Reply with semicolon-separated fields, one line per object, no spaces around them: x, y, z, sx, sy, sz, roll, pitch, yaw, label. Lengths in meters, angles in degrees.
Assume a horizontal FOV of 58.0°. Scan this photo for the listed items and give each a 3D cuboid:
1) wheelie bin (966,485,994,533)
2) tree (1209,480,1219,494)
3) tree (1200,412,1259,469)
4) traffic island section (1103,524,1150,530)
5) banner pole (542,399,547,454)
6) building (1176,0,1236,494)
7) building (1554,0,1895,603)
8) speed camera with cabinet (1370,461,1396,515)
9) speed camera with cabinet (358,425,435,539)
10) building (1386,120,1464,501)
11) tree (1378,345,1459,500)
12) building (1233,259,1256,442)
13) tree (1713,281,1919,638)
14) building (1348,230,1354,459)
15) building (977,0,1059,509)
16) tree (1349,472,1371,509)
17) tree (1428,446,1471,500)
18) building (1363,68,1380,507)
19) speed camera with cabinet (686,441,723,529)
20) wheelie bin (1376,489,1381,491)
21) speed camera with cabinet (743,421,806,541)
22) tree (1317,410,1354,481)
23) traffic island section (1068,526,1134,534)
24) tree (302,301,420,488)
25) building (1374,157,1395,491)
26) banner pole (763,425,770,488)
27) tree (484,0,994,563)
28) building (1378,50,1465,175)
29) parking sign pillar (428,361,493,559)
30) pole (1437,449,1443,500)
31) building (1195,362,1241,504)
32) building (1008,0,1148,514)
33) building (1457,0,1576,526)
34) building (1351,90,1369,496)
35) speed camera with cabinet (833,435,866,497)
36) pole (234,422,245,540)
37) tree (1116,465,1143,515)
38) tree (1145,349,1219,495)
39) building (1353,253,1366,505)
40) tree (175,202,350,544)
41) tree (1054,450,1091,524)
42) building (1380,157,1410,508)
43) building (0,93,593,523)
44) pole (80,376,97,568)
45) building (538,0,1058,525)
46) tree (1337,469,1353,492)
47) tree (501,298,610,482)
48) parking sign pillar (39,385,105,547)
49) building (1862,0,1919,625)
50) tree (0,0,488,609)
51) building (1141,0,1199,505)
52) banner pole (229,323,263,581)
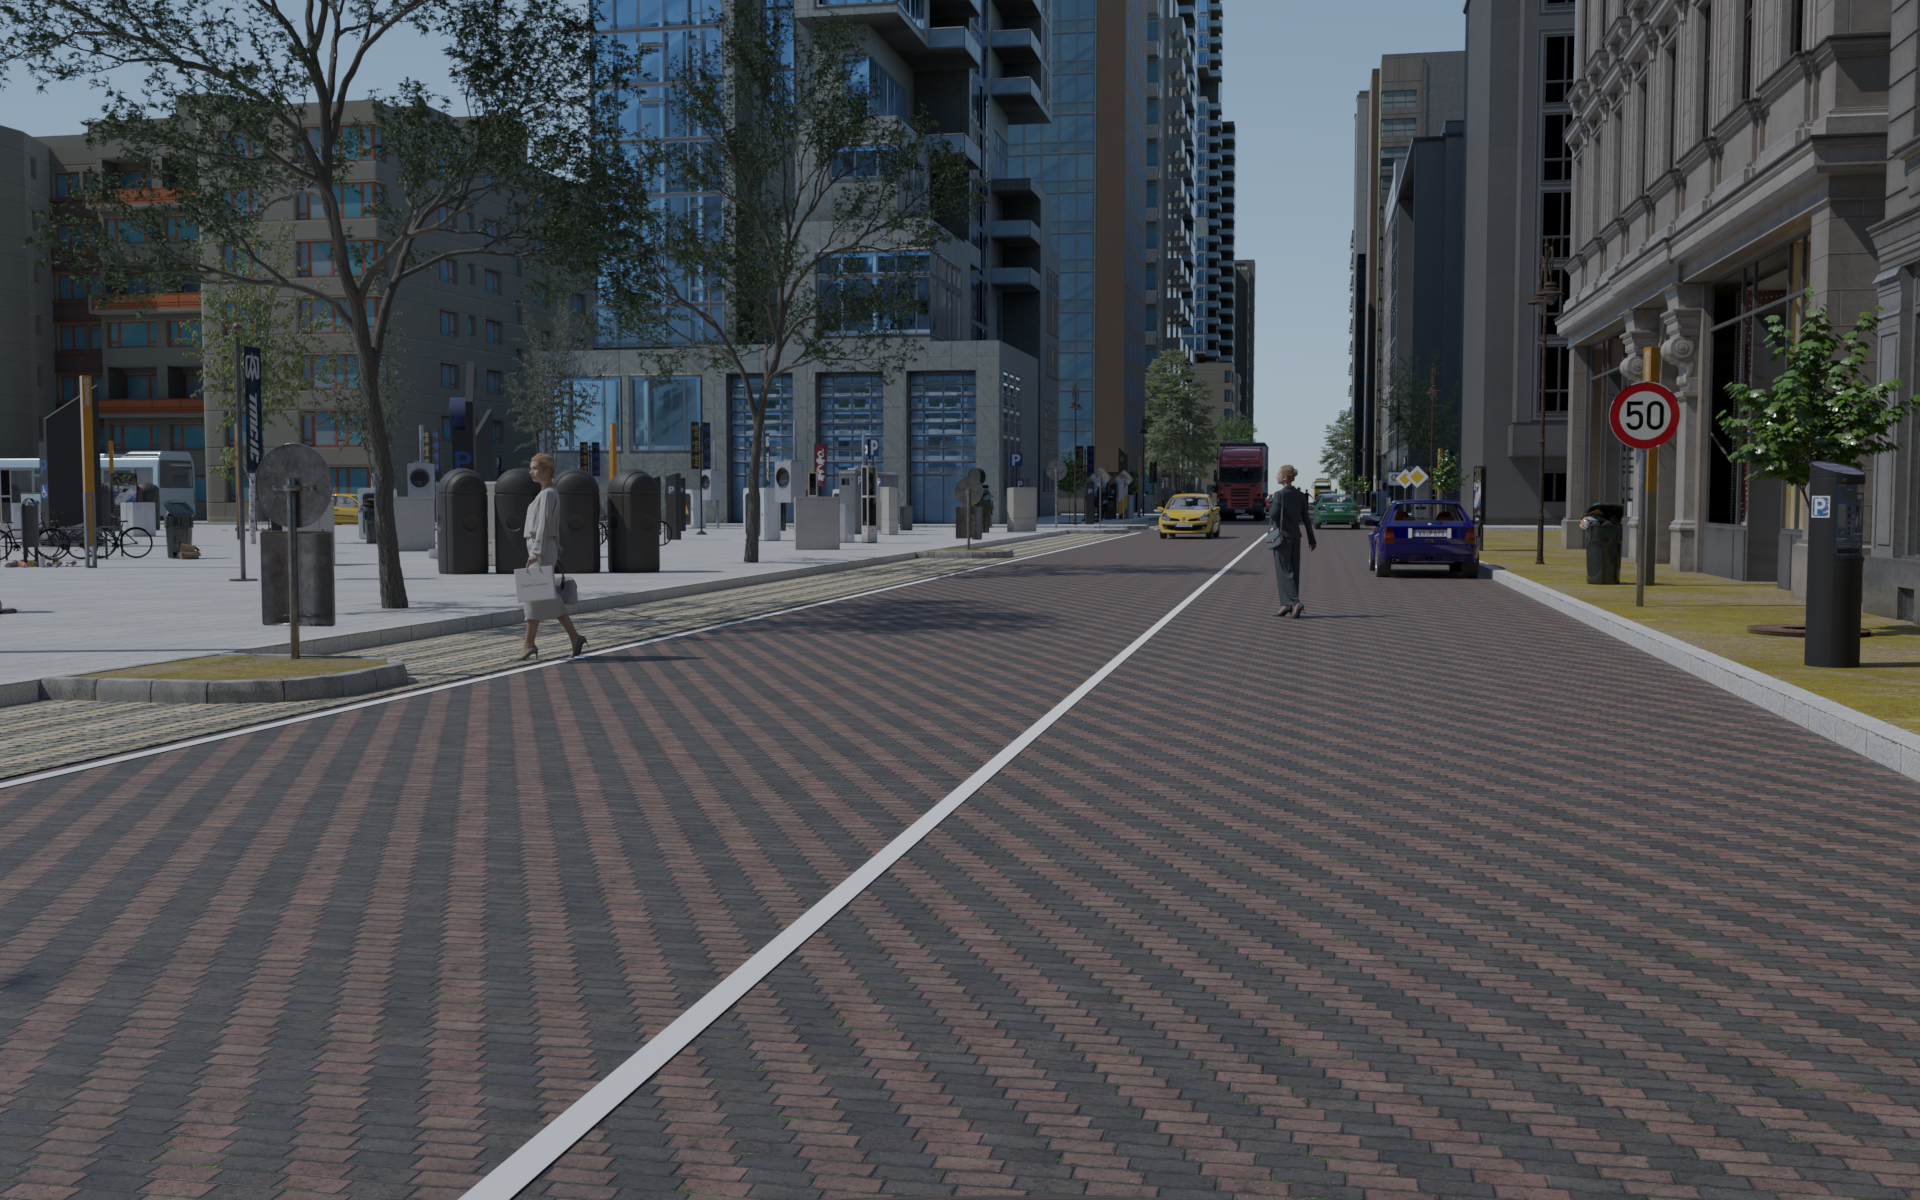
0.673;-3.019;57.273;0.980;1.594;0.693;-1;4;-20;wheelie bin
30.557;-12.802;203.905;1.663;3.219;1.824;0;3;0;tree
34.466;-17.957;219.347;9.928;11.665;9.643;0;3;0;tree
6.702;-2.990;71.164;2.009;0.180;2.903;1;4;11;traffic island section
-10.942;-3.408;45.732;0.401;3.779;0.863;-1;4;-16;banner pole
33.481;-58.702;272.441;22.319;86.520;31.000;1;4;11;building
18.355;-11.463;38.334;10.553;20.767;40.483;1;4;11;building
25.573;-6.751;104.720;0.660;3.252;2.038;-1;4;-16;speed camera with cabinet
-16.077;-3.368;49.402;2.038;3.252;0.660;-1;4;-8;speed camera with cabinet
33.829;-17.470;104.697;14.314;24.678;30.058;1;4;11;building
22.946;-8.333;86.600;4.737;8.622;4.395;0;3;0;tree
42.770;-37.389;294.897;14.154;41.232;14.086;1;4;11;building
7.796;-1.306;15.955;1.663;3.219;1.824;0;3;0;tree
74.381;-40.408;280.281;23.786;49.044;30.456;1;4;11;building
16.115;-53.747;191.437;22.319;86.520;31.000;1;4;11;building
34.461;-9.420;148.623;1.663;3.219;1.824;0;3;0;tree
19.359;-4.520;68.507;1.663;3.219;1.824;0;3;0;tree
48.965;-32.297;178.159;14.600;45.320;14.200;1;4;11;building
-9.692;-4.303;64.685;0.660;3.252;2.038;-3;5;-43;speed camera with cabinet
26.242;-6.150;108.461;0.693;1.594;0.980;3;4;36;wheelie bin
-5.065;-3.228;47.108;2.038;3.252;0.660;3;5;44;speed camera with cabinet
52.028;-19.260;233.019;7.486;12.596;7.792;0;3;0;tree
5.105;-2.511;63.339;2.009;0.180;2.903;1;4;11;traffic island section
-22.310;-7.032;65.333;4.360;8.622;3.978;0;3;0;tree
43.178;-23.142;150.078;14.160;30.474;14.107;1;4;11;building
-7.008;-4.445;62.693;0.401;3.779;0.863;-2;4;-24;banner pole
-3.867;-5.958;31.828;8.767;10.594;7.601;-1;4;-12;tree
46.465;-29.349;163.456;14.154;41.232;14.086;1;4;11;building
-9.913;-2.823;34.636;1.447;3.967;1.447;-1;4;-13;parking sign pillar
21.566;-5.137;77.835;0.158;3.312;0.155;0;3;0;pole
25.123;-24.473;245.168;27.650;21.520;28.899;1;4;11;building
5.093;-28.603;117.774;14.600;45.320;14.200;1;4;11;building
33.997;-17.079;72.745;24.014;27.812;14.314;1;4;11;building
67.755;-43.392;251.458;21.231;58.520;28.212;1;4;11;building
-3.678;-3.918;58.401;0.660;3.252;2.038;-2;4;-25;speed camera with cabinet
-20.219;-3.350;48.613;0.158;3.312;0.155;0;3;0;pole
10.491;-6.775;105.371;1.663;3.219;1.824;0;3;0;tree
16.372;-13.318;135.877;7.486;12.596;7.792;0;3;0;tree
54.416;-26.652;207.460;14.160;30.474;14.107;1;4;11;building
-18.119;-5.757;44.481;4.737;8.622;4.395;0;3;0;tree
4.863;-4.903;74.773;1.663;3.219;1.824;0;3;0;tree
38.301;-19.101;130.318;12.078;24.808;19.932;1;4;11;building
-36.983;-15.139;92.568;28.899;21.520;27.650;1;4;11;building
-15.077;-2.209;29.958;0.158;3.312;0.155;0;3;0;pole
-6.200;-47.399;87.642;22.319;86.520;31.000;1;4;11;building
50.705;-14.813;225.907;4.285;4.588;4.351;0;3;0;tree
-14.963;-6.916;63.433;4.360;8.622;3.978;0;3;0;tree
-21.808;-3.301;42.447;1.447;3.967;1.447;3;4;37;parking sign pillar
12.574;-9.742;8.441;9.793;20.994;18.267;1;4;11;building
-6.651;-5.196;19.371;7.601;10.594;8.767;2;4;30;tree
10.184;-33.204;162.487;23.786;49.044;30.456;1;4;11;building
-10.559;-2.183;25.713;0.401;3.779;0.863;1;4;8;banner pole
